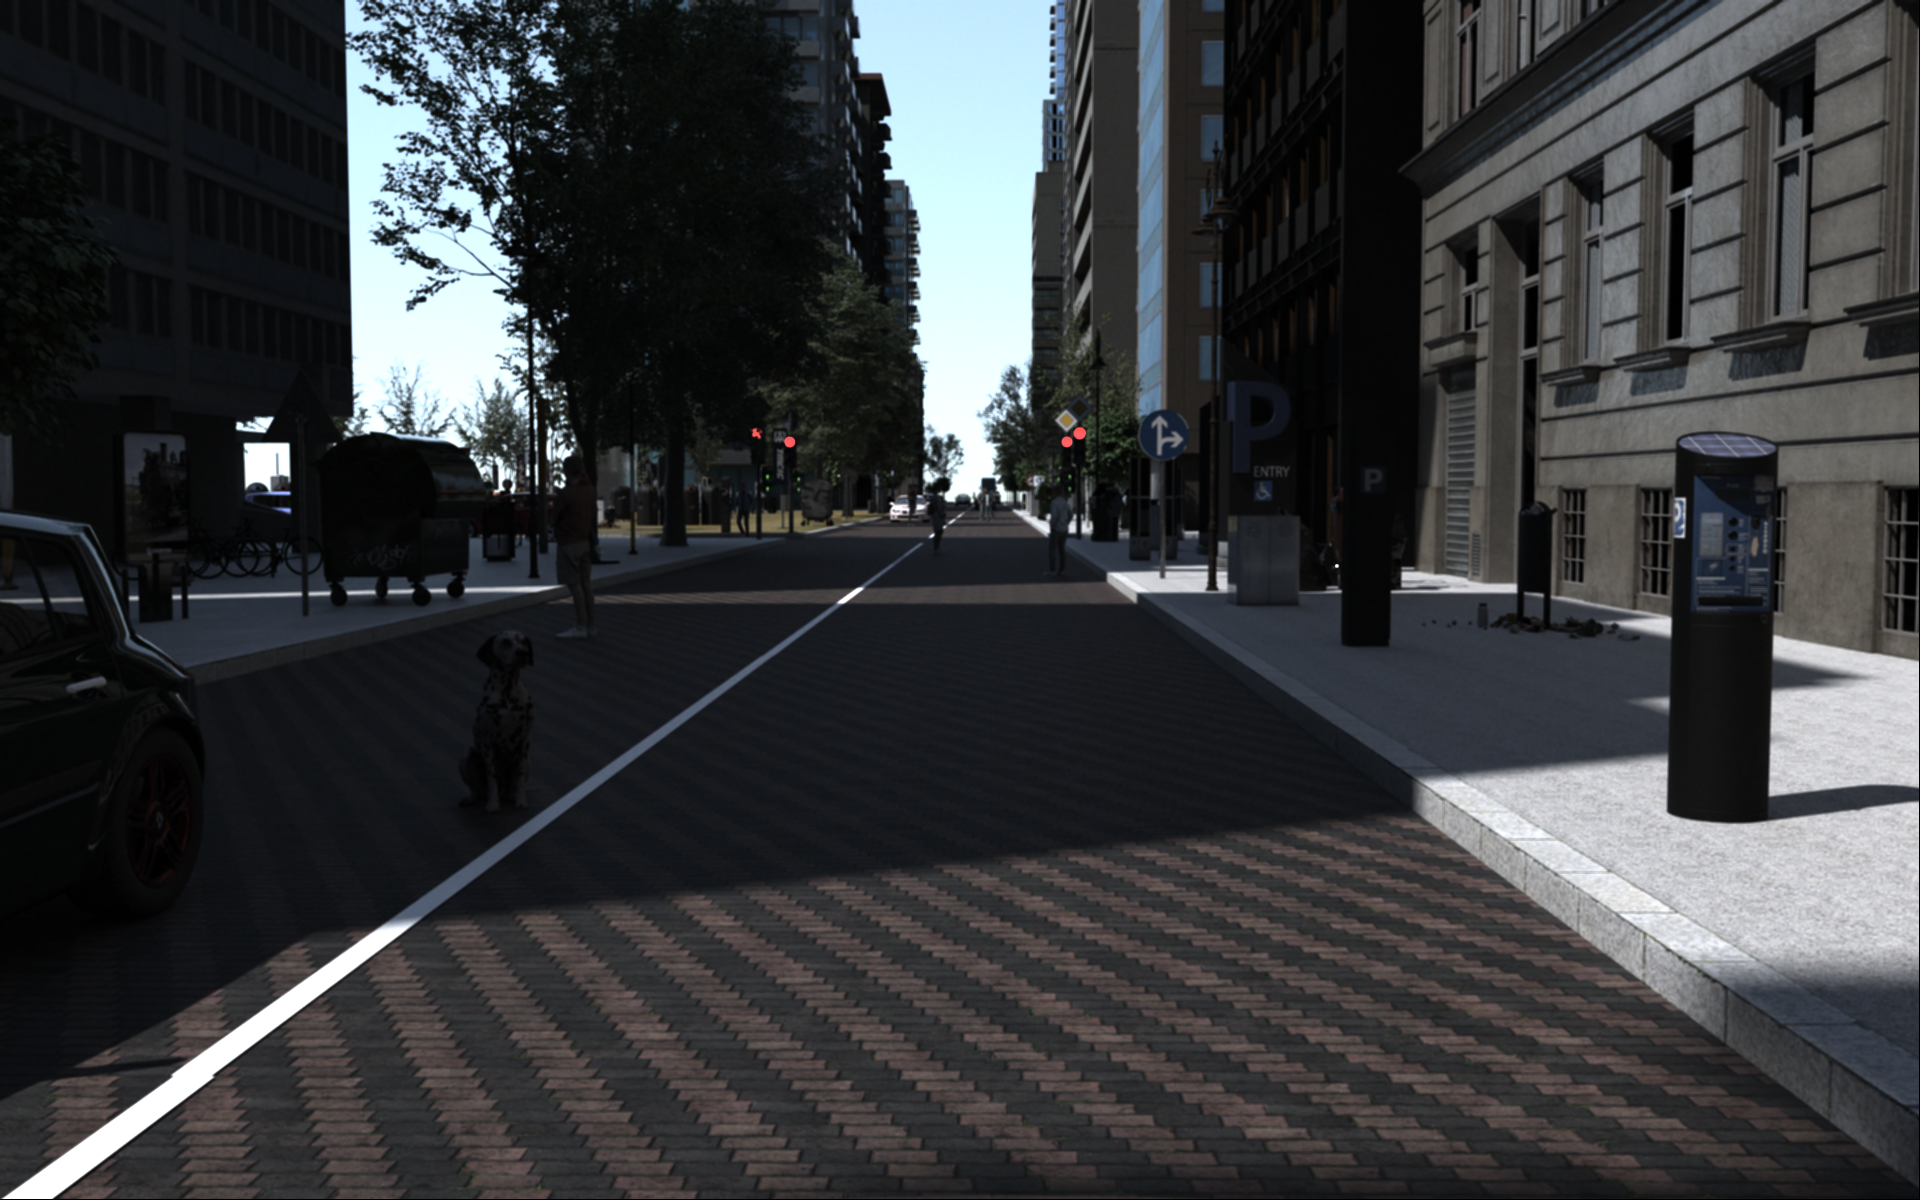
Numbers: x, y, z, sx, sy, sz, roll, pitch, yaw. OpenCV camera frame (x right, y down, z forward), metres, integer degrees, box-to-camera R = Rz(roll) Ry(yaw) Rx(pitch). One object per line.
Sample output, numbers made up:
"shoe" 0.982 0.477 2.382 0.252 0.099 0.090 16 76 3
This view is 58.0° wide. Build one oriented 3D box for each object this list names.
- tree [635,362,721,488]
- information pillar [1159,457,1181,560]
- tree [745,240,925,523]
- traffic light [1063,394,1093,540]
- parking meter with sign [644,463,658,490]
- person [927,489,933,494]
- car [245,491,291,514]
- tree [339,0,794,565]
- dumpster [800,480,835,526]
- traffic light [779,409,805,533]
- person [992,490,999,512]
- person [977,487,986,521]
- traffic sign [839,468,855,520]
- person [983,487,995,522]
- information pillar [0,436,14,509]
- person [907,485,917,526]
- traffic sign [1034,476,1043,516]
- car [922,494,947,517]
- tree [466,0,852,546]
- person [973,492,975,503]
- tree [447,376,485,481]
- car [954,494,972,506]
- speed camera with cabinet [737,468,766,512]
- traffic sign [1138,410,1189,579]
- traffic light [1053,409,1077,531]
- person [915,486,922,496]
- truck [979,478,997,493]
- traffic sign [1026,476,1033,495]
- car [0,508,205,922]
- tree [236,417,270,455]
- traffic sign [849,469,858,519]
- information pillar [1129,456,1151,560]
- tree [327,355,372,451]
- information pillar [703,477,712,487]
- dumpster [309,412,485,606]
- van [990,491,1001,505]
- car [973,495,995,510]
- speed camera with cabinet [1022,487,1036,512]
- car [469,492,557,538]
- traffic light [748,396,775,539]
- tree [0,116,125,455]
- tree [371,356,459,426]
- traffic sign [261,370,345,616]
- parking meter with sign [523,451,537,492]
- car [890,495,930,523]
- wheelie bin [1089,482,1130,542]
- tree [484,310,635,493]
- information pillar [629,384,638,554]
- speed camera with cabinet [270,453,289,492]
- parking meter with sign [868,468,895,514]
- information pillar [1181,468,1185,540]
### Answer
"tree" -16.174 -8.699 92.593 4.737 8.622 4.395 0 3 0
"information pillar" 4.089 -1.804 33.988 0.304 2.012 0.304 1 4 21
"tree" -5.892 -9.747 77.486 7.486 12.596 7.792 0 3 0
"traffic light" 3.336 -3.662 48.800 0.839 4.253 0.868 0 4 1
"parking meter with sign" -16.933 -6.193 97.523 1.738 3.016 0.543 2 4 28
"person" -2.093 -6.920 121.828 0.592 1.802 0.473 3 5 40
"car" -20.713 -2.725 54.146 3.694 1.707 1.945 0 4 1
"tree" -6.882 -6.461 31.386 9.928 11.665 9.643 0 3 0
"dumpster" -5.739 -3.904 69.583 1.264 1.857 1.865 0 4 1
"traffic light" -5.538 -4.159 56.921 0.839 4.253 0.868 0 4 1
"person" 2.777 -7.908 138.319 0.617 1.759 0.750 1 4 19
"person" 1.228 -5.223 93.996 0.391 1.810 0.635 2 4 35
"traffic sign" -5.541 -5.182 84.834 0.768 2.556 0.104 0 4 8
"person" 1.488 -4.967 90.056 0.623 1.781 0.721 1 4 22
"information pillar" -12.807 -1.950 23.240 0.183 3.616 0.504 -1 4 -20
"person" -2.185 -4.295 78.698 0.573 1.828 0.580 -3 5 -40
"traffic sign" 4.436 -5.818 97.258 0.606 2.300 0.079 1 4 10
"car" -1.802 -6.035 108.456 2.009 1.686 4.222 0 4 3
"tree" -7.100 -8.316 42.614 9.857 13.997 8.962 0 3 0
"person" 2.143 -15.806 266.906 0.705 1.826 1.348 0 4 -7
"tree" -28.347 -9.400 104.056 4.737 8.622 4.395 0 3 0
"car" 0.373 -11.899 206.339 2.131 1.459 4.920 0 4 1
"speed camera with cabinet" -15.035 -7.981 124.824 2.038 3.252 0.660 1 4 8
"traffic sign" 3.080 -1.599 26.251 0.768 2.556 0.104 0 4 3
"traffic light" 3.473 -4.151 56.784 0.839 4.253 0.868 0 4 1
"person" -2.455 -5.475 97.370 0.474 1.900 0.648 2 4 24
"truck" 4.762 -17.646 278.264 2.967 4.110 18.799 0 4 -1
"traffic sign" 4.996 -7.370 120.597 0.768 2.556 0.104 1 4 11
"car" -3.616 0.320 4.555 2.009 1.686 4.222 0 4 2
"tree" -29.228 -7.191 67.929 4.360 8.622 3.978 0 3 0
"traffic sign" -5.599 -5.420 88.726 0.768 2.556 0.104 0 4 8
"information pillar" 3.493 -1.779 33.575 0.304 2.012 0.304 -2 4 -31
"tree" -31.195 -8.319 86.382 4.737 8.622 4.395 0 3 0
"information pillar" -11.186 -4.420 76.756 0.304 2.012 0.304 3 4 38
"dumpster" -6.641 -1.102 20.510 1.502 2.255 1.985 0 4 1
"van" 4.633 -13.914 234.509 2.013 2.044 4.112 0 4 -1
"car" 2.259 -9.009 156.339 2.155 1.783 4.494 0 4 2
"speed camera with cabinet" 5.121 -7.987 124.919 0.660 3.252 2.038 -1 4 -21
"car" -13.519 -2.669 52.684 4.494 1.783 2.155 0 4 2
"traffic light" -5.674 -3.671 48.938 0.839 4.253 0.868 0 4 1
"tree" -7.921 -1.784 12.882 4.285 4.588 4.351 0 3 0
"tree" -29.470 -8.746 93.357 4.360 8.622 3.978 0 3 0
"traffic sign" -6.890 -1.111 18.164 0.884 2.594 0.081 0 4 2
"parking meter with sign" -17.217 -4.465 69.262 0.543 3.016 1.738 -1 4 -12
"car" -2.495 -4.615 87.813 2.083 1.381 4.827 0 4 2
"wheelie bin" 3.973 -2.377 46.770 0.980 1.594 0.693 -3 5 -45
"tree" -14.068 -6.743 60.610 4.737 8.622 4.395 0 3 0
"information pillar" -6.998 -2.791 36.980 0.183 3.616 0.504 -1 4 -9
"speed camera with cabinet" -31.911 -5.417 82.910 2.038 3.252 0.660 0 4 7
"parking meter with sign" -5.191 -7.225 114.390 1.738 3.016 0.543 -1 4 -20
"information pillar" 6.059 -2.666 48.088 0.304 2.012 0.304 1 4 22
